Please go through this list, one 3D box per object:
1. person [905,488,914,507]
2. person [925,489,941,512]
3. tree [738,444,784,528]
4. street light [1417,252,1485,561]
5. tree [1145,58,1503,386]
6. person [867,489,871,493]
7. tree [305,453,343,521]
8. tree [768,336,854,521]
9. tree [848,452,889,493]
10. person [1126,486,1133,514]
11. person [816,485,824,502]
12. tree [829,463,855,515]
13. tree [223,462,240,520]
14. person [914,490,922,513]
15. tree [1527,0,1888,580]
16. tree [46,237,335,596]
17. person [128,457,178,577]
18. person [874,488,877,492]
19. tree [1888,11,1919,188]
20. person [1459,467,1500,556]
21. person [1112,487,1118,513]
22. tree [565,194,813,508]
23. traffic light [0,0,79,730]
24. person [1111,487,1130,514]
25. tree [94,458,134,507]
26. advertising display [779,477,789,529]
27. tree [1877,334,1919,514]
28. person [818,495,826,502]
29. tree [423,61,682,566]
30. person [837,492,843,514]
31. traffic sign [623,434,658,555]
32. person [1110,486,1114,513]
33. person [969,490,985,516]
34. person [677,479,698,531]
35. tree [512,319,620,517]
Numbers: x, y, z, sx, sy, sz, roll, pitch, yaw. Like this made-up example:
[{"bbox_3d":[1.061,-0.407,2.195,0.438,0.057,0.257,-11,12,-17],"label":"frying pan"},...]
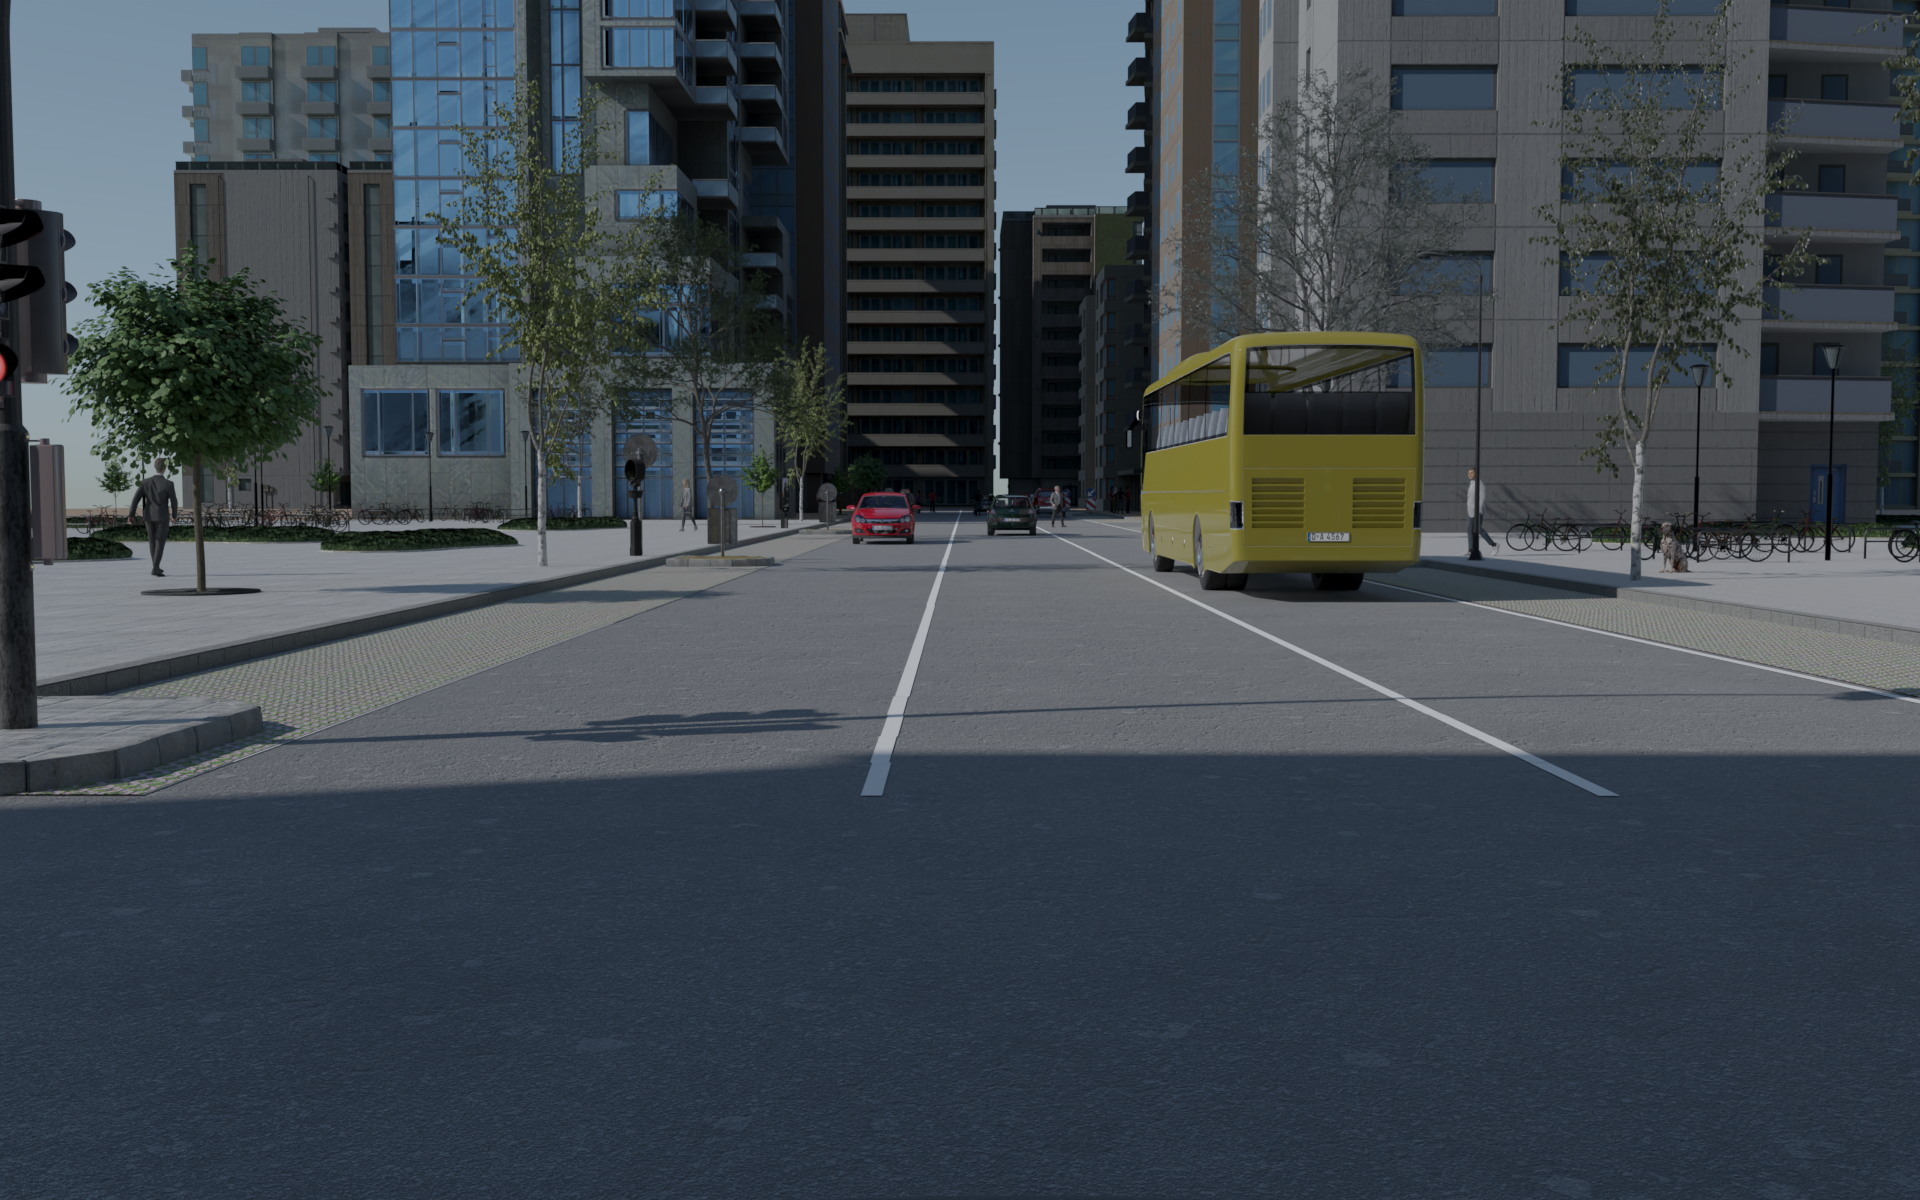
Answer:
[{"bbox_3d":[-2.951,-5.254,94.934,0.750,1.759,0.617,-2,4,-29],"label":"person"},{"bbox_3d":[-2.158,-7.828,136.418,1.348,1.831,0.705,1,4,18],"label":"person"},{"bbox_3d":[-7.728,-4.401,66.551,1.663,3.219,1.824,0,3,0],"label":"tree"},{"bbox_3d":[9.452,-3.720,33.369,1.470,5.913,1.316,0,4,0],"label":"street light"},{"bbox_3d":[10.341,-8.498,49.312,12.009,13.543,11.850,0,3,0],"label":"tree"},{"bbox_3d":[-5.194,-5.612,100.934,0.721,1.739,1.217,1,4,22],"label":"person"},{"bbox_3d":[-30.182,-5.384,82.630,1.663,3.219,1.824,0,3,0],"label":"tree"},{"bbox_3d":[-7.363,-8.042,81.857,4.737,8.622,4.395,0,3,0],"label":"tree"},{"bbox_3d":[-7.173,-9.242,134.827,4.285,4.588,4.351,0,3,0],"label":"tree"},{"bbox_3d":[11.066,-6.586,113.666,0.705,1.831,1.348,0,4,-7],"label":"person"},{"bbox_3d":[-7.215,-5.148,90.921,0.721,1.736,1.217,2,4,27],"label":"person"},{"bbox_3d":[-7.427,-6.823,106.163,1.663,3.219,1.824,0,3,0],"label":"tree"},{"bbox_3d":[-34.644,-8.020,81.489,4.737,8.622,4.395,0,3,0],"label":"tree"},{"bbox_3d":[-3.152,-7.348,129.324,0.721,1.739,1.217,2,4,27],"label":"person"},{"bbox_3d":[10.282,-4.605,25.660,4.360,8.622,3.978,0,3,0],"label":"tree"},{"bbox_3d":[-9.898,-2.367,22.406,4.285,4.588,4.351,0,3,0],"label":"tree"},{"bbox_3d":[-12.514,-1.297,27.030,0.659,1.850,0.755,0,4,-4],"label":"person"},{"bbox_3d":[-4.839,-5.444,98.043,0.617,1.759,0.750,-1,4,-20],"label":"person"},{"bbox_3d":[10.988,-4.088,17.206,4.360,8.622,3.978,0,3,0],"label":"tree"},{"bbox_3d":[10.786,-1.839,35.952,0.795,1.843,0.661,0,4,-1],"label":"person"},{"bbox_3d":[10.196,-6.605,114.758,0.721,1.736,1.217,0,4,3],"label":"person"},{"bbox_3d":[-8.051,-7.330,54.251,7.601,10.594,8.767,1,4,19],"label":"tree"},{"bbox_3d":[-3.063,-2.125,9.405,4.771,5.953,1.251,0,4,0],"label":"traffic light"},{"bbox_3d":[10.274,-6.358,110.813,1.217,1.723,0.721,1,4,12],"label":"person"},{"bbox_3d":[-39.036,-5.209,79.772,1.663,3.219,1.824,0,3,0],"label":"tree"},{"bbox_3d":[-6.579,-3.647,64.843,0.123,1.923,0.974,1,4,9],"label":"advertising display"},{"bbox_3d":[41.999,-7.878,79.164,4.737,8.622,4.395,0,3,0],"label":"tree"},{"bbox_3d":[-7.681,-5.356,96.796,0.628,1.438,0.799,-3,5,-39],"label":"person"},{"bbox_3d":[-7.196,-4.909,30.625,4.737,8.622,4.395,0,3,0],"label":"tree"},{"bbox_3d":[-7.633,-6.260,109.126,0.721,1.736,1.217,0,4,-3],"label":"person"},{"bbox_3d":[-6.774,-2.237,36.686,0.768,2.556,0.104,0,4,7],"label":"traffic sign"},{"bbox_3d":[10.508,-6.932,119.312,0.705,1.831,1.348,0,4,-5],"label":"person"},{"bbox_3d":[1.117,-6.278,111.974,1.217,1.723,0.721,-2,4,-28],"label":"person"},{"bbox_3d":[-9.319,-3.253,59.409,0.728,1.800,0.709,-2,4,-30],"label":"person"},{"bbox_3d":[-15.796,-7.363,70.743,4.360,8.622,3.978,0,3,0],"label":"tree"}]
